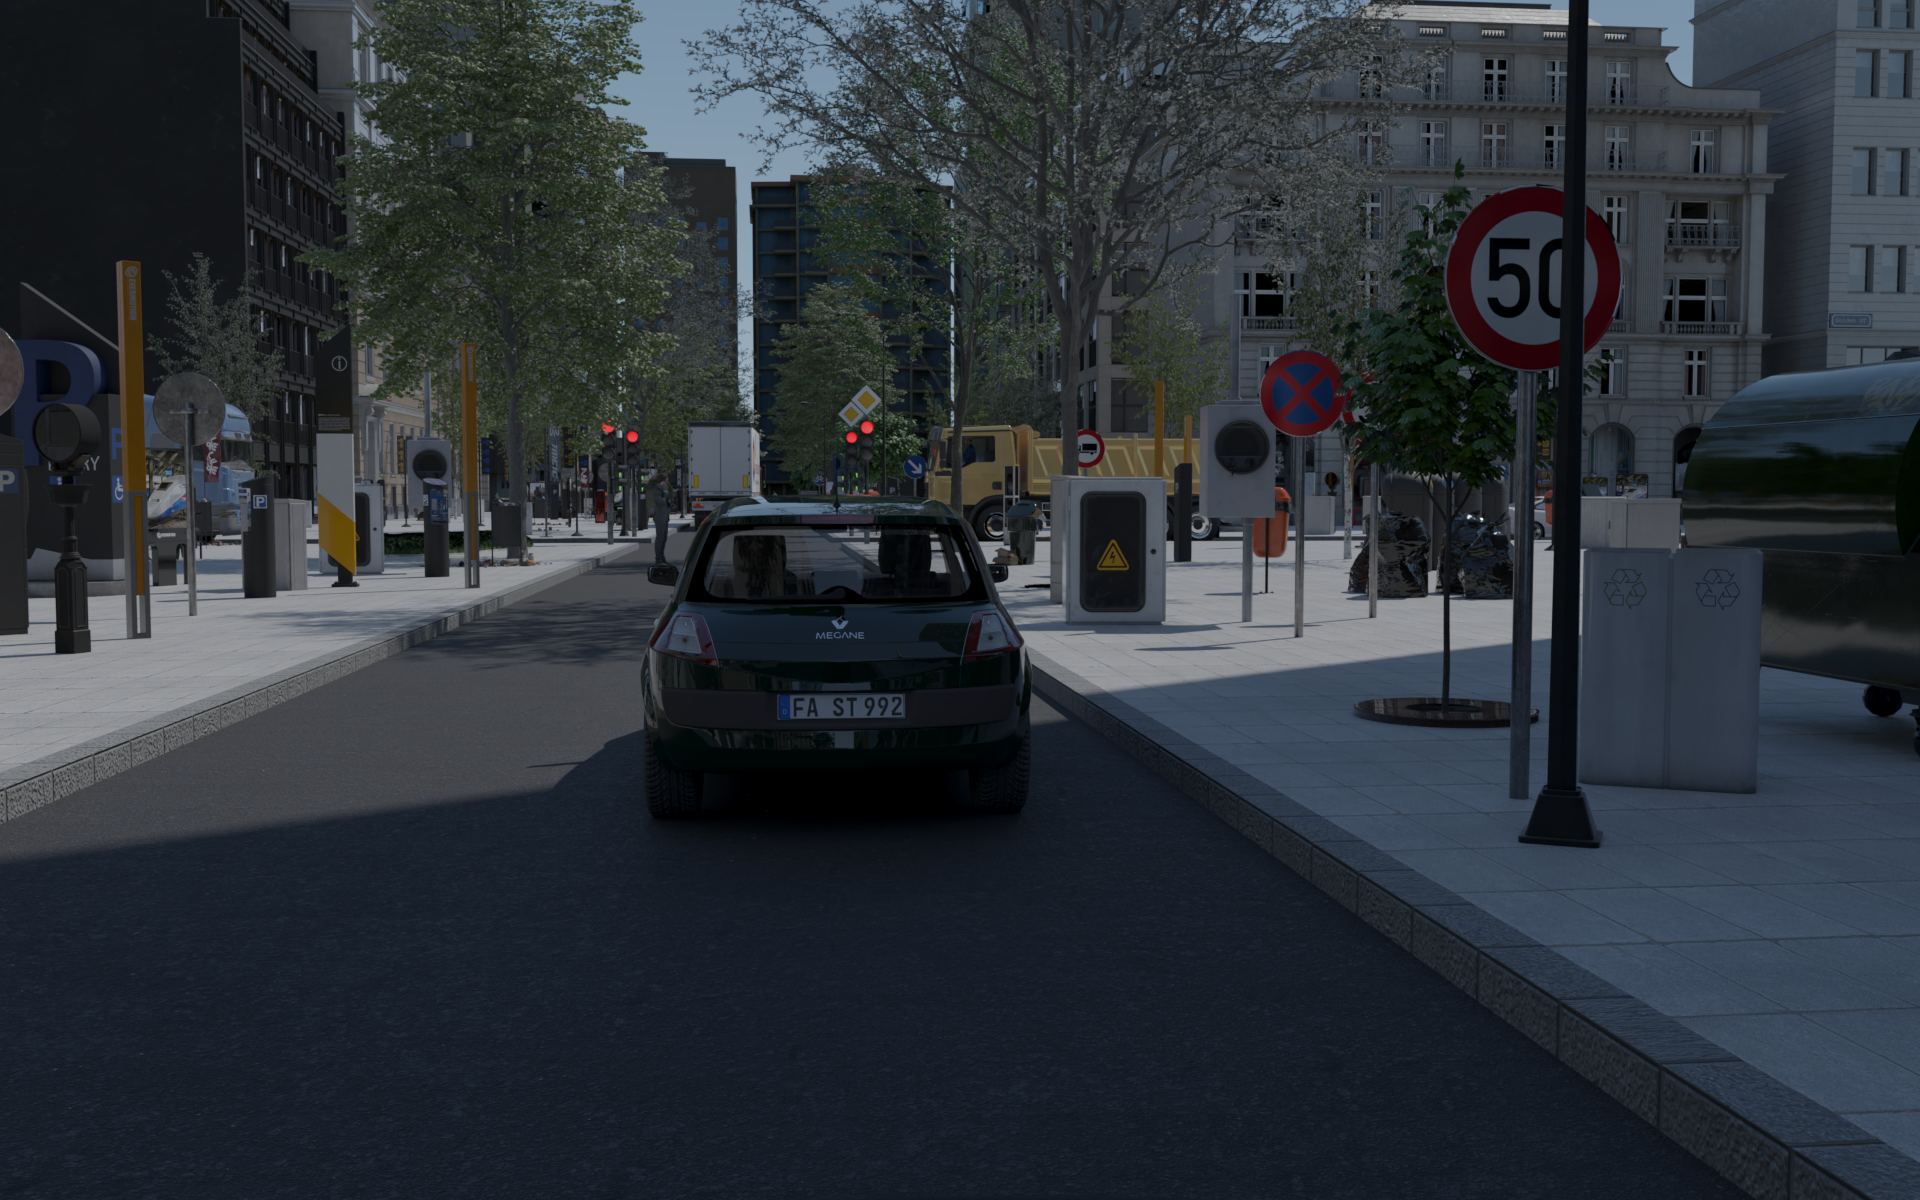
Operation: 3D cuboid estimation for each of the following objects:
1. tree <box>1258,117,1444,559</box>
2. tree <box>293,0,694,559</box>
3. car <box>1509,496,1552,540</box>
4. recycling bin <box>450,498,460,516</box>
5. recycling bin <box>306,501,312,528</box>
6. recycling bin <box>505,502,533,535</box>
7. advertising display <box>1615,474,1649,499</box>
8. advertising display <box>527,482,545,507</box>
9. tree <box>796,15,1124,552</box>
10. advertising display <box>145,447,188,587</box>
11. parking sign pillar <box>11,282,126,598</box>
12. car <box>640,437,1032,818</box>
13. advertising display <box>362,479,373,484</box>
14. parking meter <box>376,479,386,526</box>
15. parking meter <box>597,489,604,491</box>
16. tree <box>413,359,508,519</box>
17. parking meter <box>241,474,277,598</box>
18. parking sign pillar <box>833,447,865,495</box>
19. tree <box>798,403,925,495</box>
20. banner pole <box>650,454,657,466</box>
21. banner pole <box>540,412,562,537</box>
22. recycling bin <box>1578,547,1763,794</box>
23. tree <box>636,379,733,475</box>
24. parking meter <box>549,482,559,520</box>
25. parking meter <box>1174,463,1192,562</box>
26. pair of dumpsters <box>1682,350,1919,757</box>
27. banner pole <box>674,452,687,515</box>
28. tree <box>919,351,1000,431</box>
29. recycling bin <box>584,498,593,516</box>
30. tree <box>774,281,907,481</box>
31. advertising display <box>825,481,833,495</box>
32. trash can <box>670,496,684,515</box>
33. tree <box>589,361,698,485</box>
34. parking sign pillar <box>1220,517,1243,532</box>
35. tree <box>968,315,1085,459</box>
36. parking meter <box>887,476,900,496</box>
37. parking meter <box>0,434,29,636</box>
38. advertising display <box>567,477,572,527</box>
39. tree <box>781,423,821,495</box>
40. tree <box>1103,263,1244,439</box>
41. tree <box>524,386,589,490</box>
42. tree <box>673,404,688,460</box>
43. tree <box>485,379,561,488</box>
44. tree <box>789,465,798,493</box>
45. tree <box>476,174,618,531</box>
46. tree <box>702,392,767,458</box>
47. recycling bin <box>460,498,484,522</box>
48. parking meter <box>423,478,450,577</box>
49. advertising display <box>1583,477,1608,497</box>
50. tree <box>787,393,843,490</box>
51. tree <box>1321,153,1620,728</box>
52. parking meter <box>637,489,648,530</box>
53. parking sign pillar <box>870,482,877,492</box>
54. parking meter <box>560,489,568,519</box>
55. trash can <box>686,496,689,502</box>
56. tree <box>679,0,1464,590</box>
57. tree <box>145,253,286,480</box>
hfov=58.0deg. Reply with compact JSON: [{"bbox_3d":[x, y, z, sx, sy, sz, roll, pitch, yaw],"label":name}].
[{"bbox_3d":[7.659,-5.092,33.613,4.360,8.622,3.978,0,3,0],"label":"tree"},{"bbox_3d":[-9.178,-7.112,34.402,7.486,12.596,7.792,0,3,0],"label":"tree"},{"bbox_3d":[17.910,-2.390,51.435,4.827,1.381,2.083,0,4,-6],"label":"car"},{"bbox_3d":[-29.509,-5.408,100.976,0.722,1.027,0.722,-2,4,-27],"label":"recycling bin"},{"bbox_3d":[-25.205,-3.268,65.984,0.722,1.027,0.722,3,5,41],"label":"recycling bin"},{"bbox_3d":[-13.834,-2.552,54.274,0.722,1.027,0.722,-2,4,-27],"label":"recycling bin"},{"bbox_3d":[21.383,-3.054,55.147,0.974,1.923,0.123,2,4,25],"label":"advertising display"},{"bbox_3d":[-22.994,-5.460,94.486,0.974,1.923,0.123,0,4,4],"label":"advertising display"},{"bbox_3d":[0.046,-6.862,37.954,9.928,11.665,9.643,0,3,0],"label":"tree"},{"bbox_3d":[-11.108,-1.157,24.138,0.123,1.923,0.974,1,4,16],"label":"advertising display"},{"bbox_3d":[-11.310,-2.051,22.011,1.447,3.967,1.447,0,4,5],"label":"parking sign pillar"},{"bbox_3d":[-0.677,0.041,9.121,2.009,1.686,4.222,0,4,-5],"label":"car"},{"bbox_3d":[-26.221,-4.352,76.370,0.974,1.923,0.123,2,4,33],"label":"advertising display"},{"bbox_3d":[-23.188,-3.893,69.368,0.255,1.863,0.399,-2,4,-33],"label":"parking meter"},{"bbox_3d":[-19.434,-5.218,93.722,0.372,1.533,0.369,0,3,0],"label":"parking meter"},{"bbox_3d":[-25.228,-8.370,87.207,4.737,8.622,4.395,0,3,0],"label":"tree"},{"bbox_3d":[-8.676,-0.796,21.432,0.372,1.533,0.369,0,3,0],"label":"parking meter"},{"bbox_3d":[-5.513,-5.703,81.710,1.447,3.967,1.447,-2,4,-31],"label":"parking sign pillar"},{"bbox_3d":[-2.897,-4.641,59.596,4.285,4.588,4.351,0,3,0],"label":"tree"},{"bbox_3d":[-19.200,-7.256,108.644,0.863,3.779,0.401,2,4,34],"label":"banner pole"},{"bbox_3d":[-12.072,-3.739,51.149,0.863,3.779,0.401,2,4,32],"label":"banner pole"},{"bbox_3d":[3.206,0.289,7.822,0.722,1.027,0.722,1,4,23],"label":"recycling bin"},{"bbox_3d":[-19.578,-11.728,126.158,8.767,10.594,7.601,-1,4,-20],"label":"tree"},{"bbox_3d":[-20.214,-4.928,86.283,0.399,1.863,0.255,-3,4,-39],"label":"parking meter"},{"bbox_3d":[4.231,-1.662,32.882,0.255,1.863,0.399,-1,4,-11],"label":"parking meter"},{"bbox_3d":[5.150,-0.327,7.838,1.574,2.255,4.437,0,4,-7],"label":"pair of dumpsters"},{"bbox_3d":[-16.697,-6.969,103.960,0.863,3.779,0.401,-1,4,-13],"label":"banner pole"},{"bbox_3d":[0.180,-8.355,86.967,4.737,8.622,4.395,0,3,0],"label":"tree"},{"bbox_3d":[-22.072,-5.585,103.868,0.722,1.027,0.722,-3,5,-39],"label":"recycling bin"},{"bbox_3d":[-6.569,-10.681,92.759,7.486,12.596,7.792,0,3,0],"label":"tree"},{"bbox_3d":[-6.065,-4.829,84.167,0.974,1.923,0.123,1,4,13],"label":"advertising display"},{"bbox_3d":[-17.876,-5.880,107.798,0.748,1.137,0.748,0,3,0],"label":"trash can"},{"bbox_3d":[-15.127,-8.290,85.910,4.737,8.622,4.395,0,3,0],"label":"tree"},{"bbox_3d":[9.552,-4.338,59.395,1.447,3.967,1.447,3,4,36],"label":"parking sign pillar"},{"bbox_3d":[2.831,-7.369,70.848,4.360,8.622,3.978,0,3,0],"label":"tree"},{"bbox_3d":[-2.177,-3.119,56.705,0.399,1.863,0.255,1,4,9],"label":"parking meter"},{"bbox_3d":[-8.724,-0.615,15.770,0.255,1.863,0.399,3,4,36],"label":"parking meter"},{"bbox_3d":[-15.090,-3.774,66.924,0.123,1.923,0.974,-1,4,-9],"label":"advertising display"},{"bbox_3d":[-14.813,-12.836,160.236,4.360,8.622,3.978,0,3,0],"label":"tree"},{"bbox_3d":[6.683,-6.380,54.681,4.737,8.622,4.395,0,3,0],"label":"tree"},{"bbox_3d":[-24.889,-9.748,109.745,4.737,8.622,4.395,0,3,0],"label":"tree"},{"bbox_3d":[-20.065,-12.938,137.288,9.928,11.665,9.643,0,3,0],"label":"tree"},{"bbox_3d":[-25.218,-9.205,100.869,4.360,8.622,3.978,0,3,0],"label":"tree"},{"bbox_3d":[-12.039,-9.478,138.686,4.285,4.588,4.351,0,3,0],"label":"tree"},{"bbox_3d":[-11.514,-9.155,60.052,12.009,13.543,11.850,0,3,0],"label":"tree"},{"bbox_3d":[-25.882,-17.339,190.141,9.857,13.997,8.962,0,3,0],"label":"tree"},{"bbox_3d":[-22.097,-4.044,78.675,0.722,1.027,0.722,1,4,12],"label":"recycling bin"},{"bbox_3d":[-8.106,-1.125,26.807,0.372,1.533,0.369,0,3,0],"label":"parking meter"},{"bbox_3d":[24.134,-3.708,65.840,0.974,1.923,0.123,-1,4,-9],"label":"advertising display"},{"bbox_3d":[-9.633,-10.368,119.875,4.737,8.622,4.395,0,3,0],"label":"tree"},{"bbox_3d":[2.934,-0.936,9.911,1.663,3.219,1.824,0,3,0],"label":"tree"},{"bbox_3d":[-11.461,-3.312,62.563,0.372,1.533,0.369,0,3,0],"label":"parking meter"},{"bbox_3d":[-4.884,-6.725,98.431,1.447,3.967,1.447,-3,5,-40],"label":"parking sign pillar"},{"bbox_3d":[-20.135,-4.890,88.369,0.372,1.533,0.369,0,3,0],"label":"parking meter"},{"bbox_3d":[-18.067,-6.220,113.354,0.748,1.137,0.748,0,3,0],"label":"trash can"},{"bbox_3d":[1.525,-6.894,23.089,12.009,13.543,11.850,0,3,0],"label":"tree"},{"bbox_3d":[-22.394,-6.254,52.623,4.360,8.622,3.978,0,3,0],"label":"tree"}]
